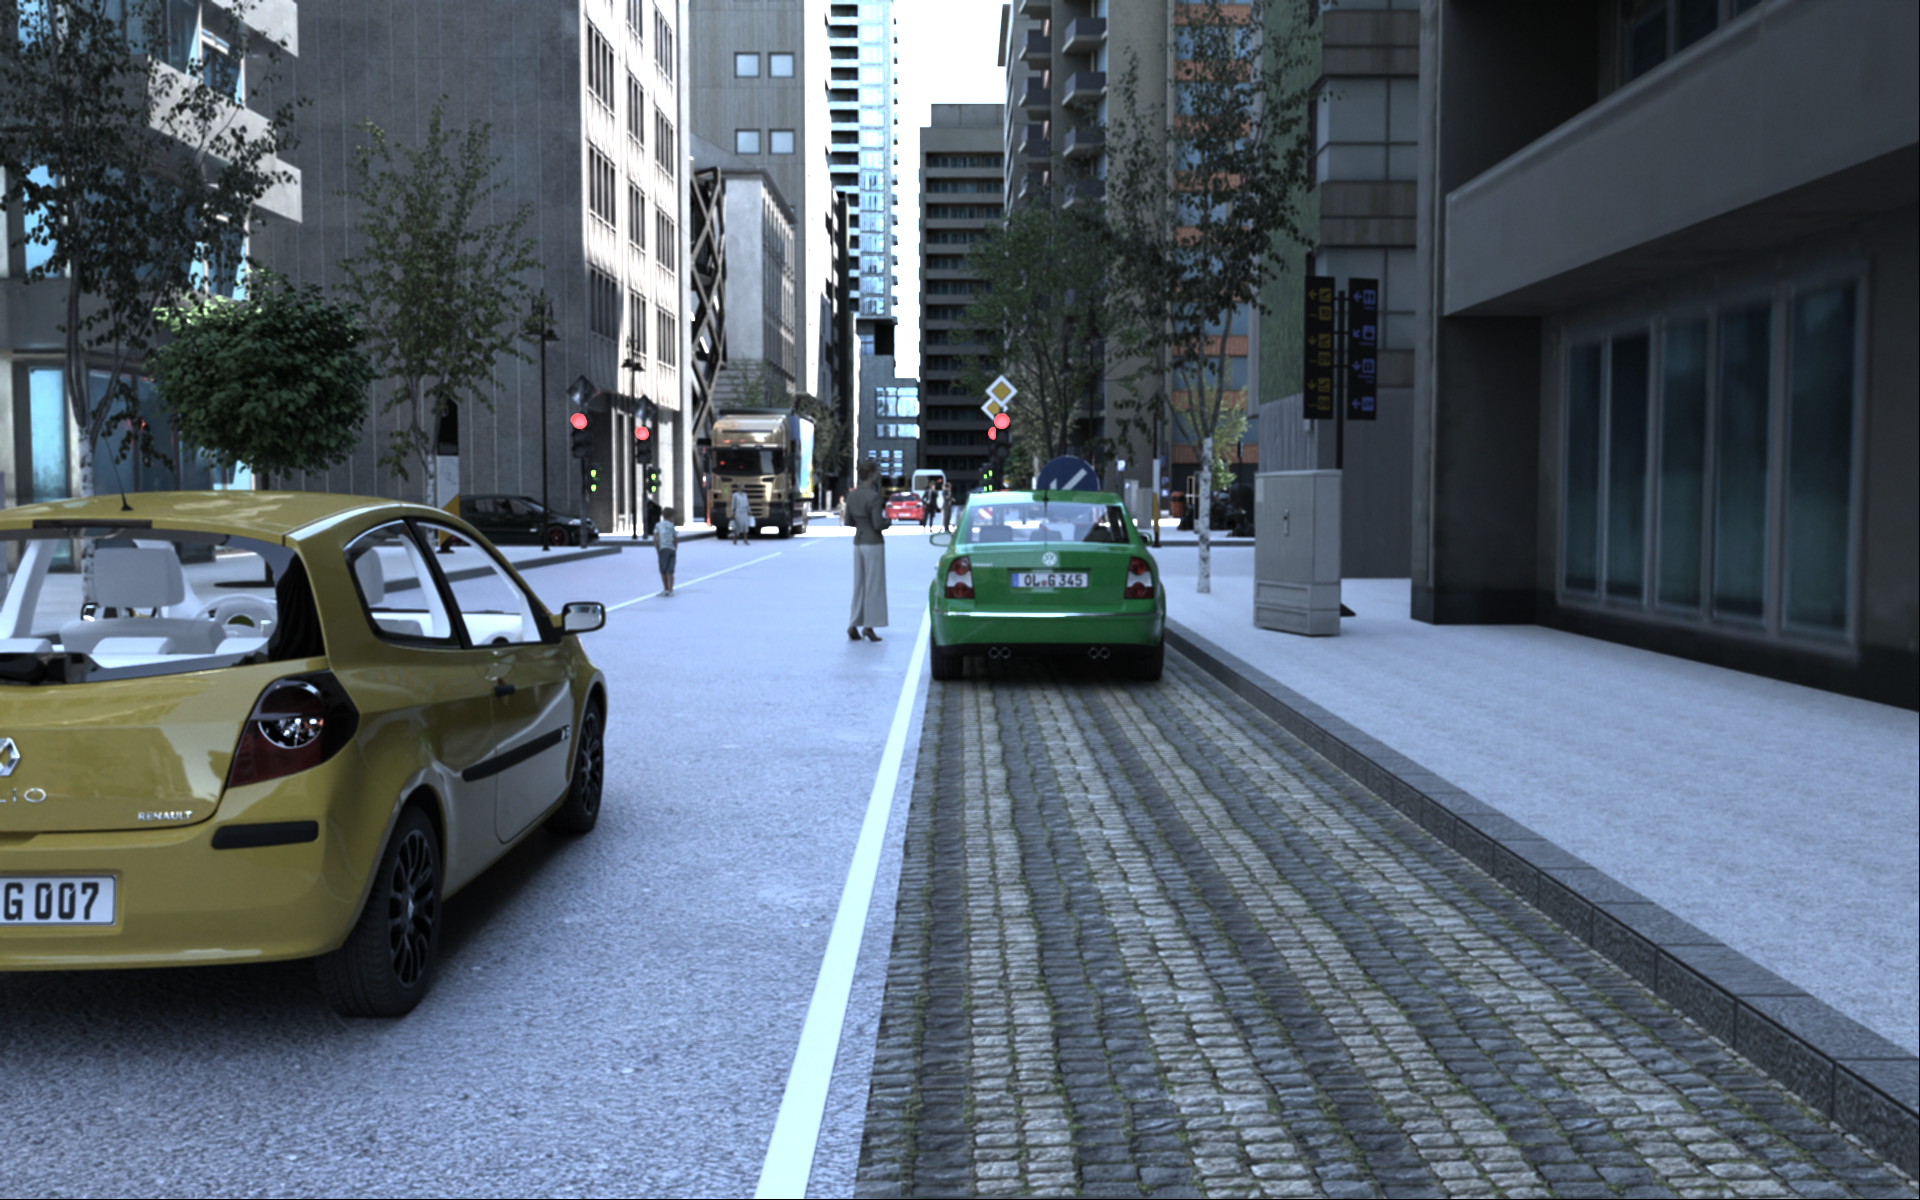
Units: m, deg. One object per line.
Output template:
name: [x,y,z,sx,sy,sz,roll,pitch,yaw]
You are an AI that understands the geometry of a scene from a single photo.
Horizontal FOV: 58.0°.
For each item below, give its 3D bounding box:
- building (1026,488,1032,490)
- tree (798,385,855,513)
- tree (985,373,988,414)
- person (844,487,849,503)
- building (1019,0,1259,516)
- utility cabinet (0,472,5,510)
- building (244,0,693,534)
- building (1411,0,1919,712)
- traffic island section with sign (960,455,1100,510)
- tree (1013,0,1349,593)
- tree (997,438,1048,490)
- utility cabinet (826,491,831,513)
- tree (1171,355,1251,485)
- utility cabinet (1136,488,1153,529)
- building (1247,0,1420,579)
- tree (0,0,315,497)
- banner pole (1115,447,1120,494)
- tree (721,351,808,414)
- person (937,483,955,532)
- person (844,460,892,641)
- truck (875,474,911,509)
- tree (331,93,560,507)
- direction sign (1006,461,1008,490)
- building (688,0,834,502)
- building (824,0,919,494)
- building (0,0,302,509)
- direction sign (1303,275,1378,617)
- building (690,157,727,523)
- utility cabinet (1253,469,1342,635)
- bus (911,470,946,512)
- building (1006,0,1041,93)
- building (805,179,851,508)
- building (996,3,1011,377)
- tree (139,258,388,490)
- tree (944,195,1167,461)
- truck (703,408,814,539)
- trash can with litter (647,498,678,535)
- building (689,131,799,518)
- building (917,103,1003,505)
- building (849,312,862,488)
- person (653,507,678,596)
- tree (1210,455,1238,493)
building: [21.157,-27.237,137.206,32.217,40.220,23.993,0,3,0]
tree: [-9.200,-10.168,116.602,4.360,8.622,3.978,0,3,0]
tree: [3.114,-7.128,66.911,4.360,8.622,3.978,0,3,0]
person: [-6.703,-5.700,101.677,0.713,1.824,0.794,1,4,21]
building: [14.958,-27.772,108.691,22.147,44.769,28.867,0,3,0]
utility cabinet: [-9.634,-0.496,16.794,0.318,1.500,1.173,-1,4,-10]
building: [-16.699,-14.722,58.733,12.078,24.808,19.932,0,3,0]
building: [15.288,-23.373,5.859,21.300,48.544,21.600,0,3,0]
traffic island section with sign: [1.005,-0.612,18.639,1.989,1.847,2.006,0,3,0]
tree: [3.068,-4.410,22.468,4.360,8.622,3.978,0,3,0]
tree: [3.683,-6.605,91.713,4.285,4.588,4.351,0,3,0]
utility cabinet: [-8.779,-6.542,115.641,0.318,1.500,1.173,0,4,-3]
tree: [13.121,-8.567,90.434,4.737,8.622,4.395,0,3,0]
utility cabinet: [6.794,-3.378,63.908,0.318,1.500,1.173,1,4,21]
building: [12.418,-21.302,31.876,14.154,41.232,14.086,0,3,0]
tree: [-9.539,-4.214,19.263,4.360,8.622,3.978,0,3,0]
banner pole: [8.403,-6.265,92.448,0.401,3.779,0.863,-1,4,-10]
tree: [-10.339,-8.531,89.836,4.737,8.622,4.395,0,3,0]
person: [-0.515,-3.493,65.494,0.818,1.842,0.514,-1,4,-19]
person: [-0.865,-0.478,16.868,0.362,1.759,0.519,-3,5,-44]
truck: [-6.402,-10.596,169.165,3.469,3.379,9.791,0,4,0]
tree: [-9.968,-5.047,32.875,4.737,8.622,4.395,0,3,0]
direction sign: [3.030,-7.246,110.463,0.379,3.537,0.876,1,4,16]
building: [-24.417,-33.491,136.813,28.713,52.752,27.495,0,3,0]
building: [-20.731,-55.359,217.796,31.000,86.520,22.319,0,3,0]
building: [-27.990,-24.888,26.527,30.456,49.044,23.786,0,3,0]
direction sign: [3.986,-1.602,18.189,0.876,3.537,0.379,-1,4,-21]
building: [-19.130,-12.853,77.595,16.820,18.784,16.811,0,3,0]
utility cabinet: [3.106,-0.451,16.049,0.318,1.500,1.173,-1,4,-16]
bus: [-2.512,-8.841,139.411,2.948,3.499,13.247,0,4,-1]
building: [15.193,-32.811,160.162,21.300,48.544,21.600,0,3,0]
building: [-17.478,-23.643,158.256,14.160,30.474,14.107,0,3,0]
building: [18.473,-36.410,184.535,28.713,52.752,27.495,0,3,0]
tree: [-9.705,-2.487,24.369,4.285,4.588,4.351,0,3,0]
tree: [3.280,-8.162,59.205,9.928,11.665,9.643,0,3,0]
truck: [-6.650,-4.281,58.911,2.839,4.237,11.283,0,4,0]
trash can with litter: [-9.363,-2.609,54.037,1.055,1.170,0.624,-1,4,-22]
building: [-15.142,-15.428,101.406,9.793,20.994,18.267,0,3,0]
building: [5.569,-36.348,217.987,21.600,48.544,21.300,0,3,0]
building: [-25.698,-20.811,185.306,28.899,21.520,27.650,0,3,0]
person: [-4.147,-0.684,24.373,0.332,1.250,0.352,1,4,13]
tree: [12.528,-5.501,84.538,1.663,3.219,1.824,0,3,0]
